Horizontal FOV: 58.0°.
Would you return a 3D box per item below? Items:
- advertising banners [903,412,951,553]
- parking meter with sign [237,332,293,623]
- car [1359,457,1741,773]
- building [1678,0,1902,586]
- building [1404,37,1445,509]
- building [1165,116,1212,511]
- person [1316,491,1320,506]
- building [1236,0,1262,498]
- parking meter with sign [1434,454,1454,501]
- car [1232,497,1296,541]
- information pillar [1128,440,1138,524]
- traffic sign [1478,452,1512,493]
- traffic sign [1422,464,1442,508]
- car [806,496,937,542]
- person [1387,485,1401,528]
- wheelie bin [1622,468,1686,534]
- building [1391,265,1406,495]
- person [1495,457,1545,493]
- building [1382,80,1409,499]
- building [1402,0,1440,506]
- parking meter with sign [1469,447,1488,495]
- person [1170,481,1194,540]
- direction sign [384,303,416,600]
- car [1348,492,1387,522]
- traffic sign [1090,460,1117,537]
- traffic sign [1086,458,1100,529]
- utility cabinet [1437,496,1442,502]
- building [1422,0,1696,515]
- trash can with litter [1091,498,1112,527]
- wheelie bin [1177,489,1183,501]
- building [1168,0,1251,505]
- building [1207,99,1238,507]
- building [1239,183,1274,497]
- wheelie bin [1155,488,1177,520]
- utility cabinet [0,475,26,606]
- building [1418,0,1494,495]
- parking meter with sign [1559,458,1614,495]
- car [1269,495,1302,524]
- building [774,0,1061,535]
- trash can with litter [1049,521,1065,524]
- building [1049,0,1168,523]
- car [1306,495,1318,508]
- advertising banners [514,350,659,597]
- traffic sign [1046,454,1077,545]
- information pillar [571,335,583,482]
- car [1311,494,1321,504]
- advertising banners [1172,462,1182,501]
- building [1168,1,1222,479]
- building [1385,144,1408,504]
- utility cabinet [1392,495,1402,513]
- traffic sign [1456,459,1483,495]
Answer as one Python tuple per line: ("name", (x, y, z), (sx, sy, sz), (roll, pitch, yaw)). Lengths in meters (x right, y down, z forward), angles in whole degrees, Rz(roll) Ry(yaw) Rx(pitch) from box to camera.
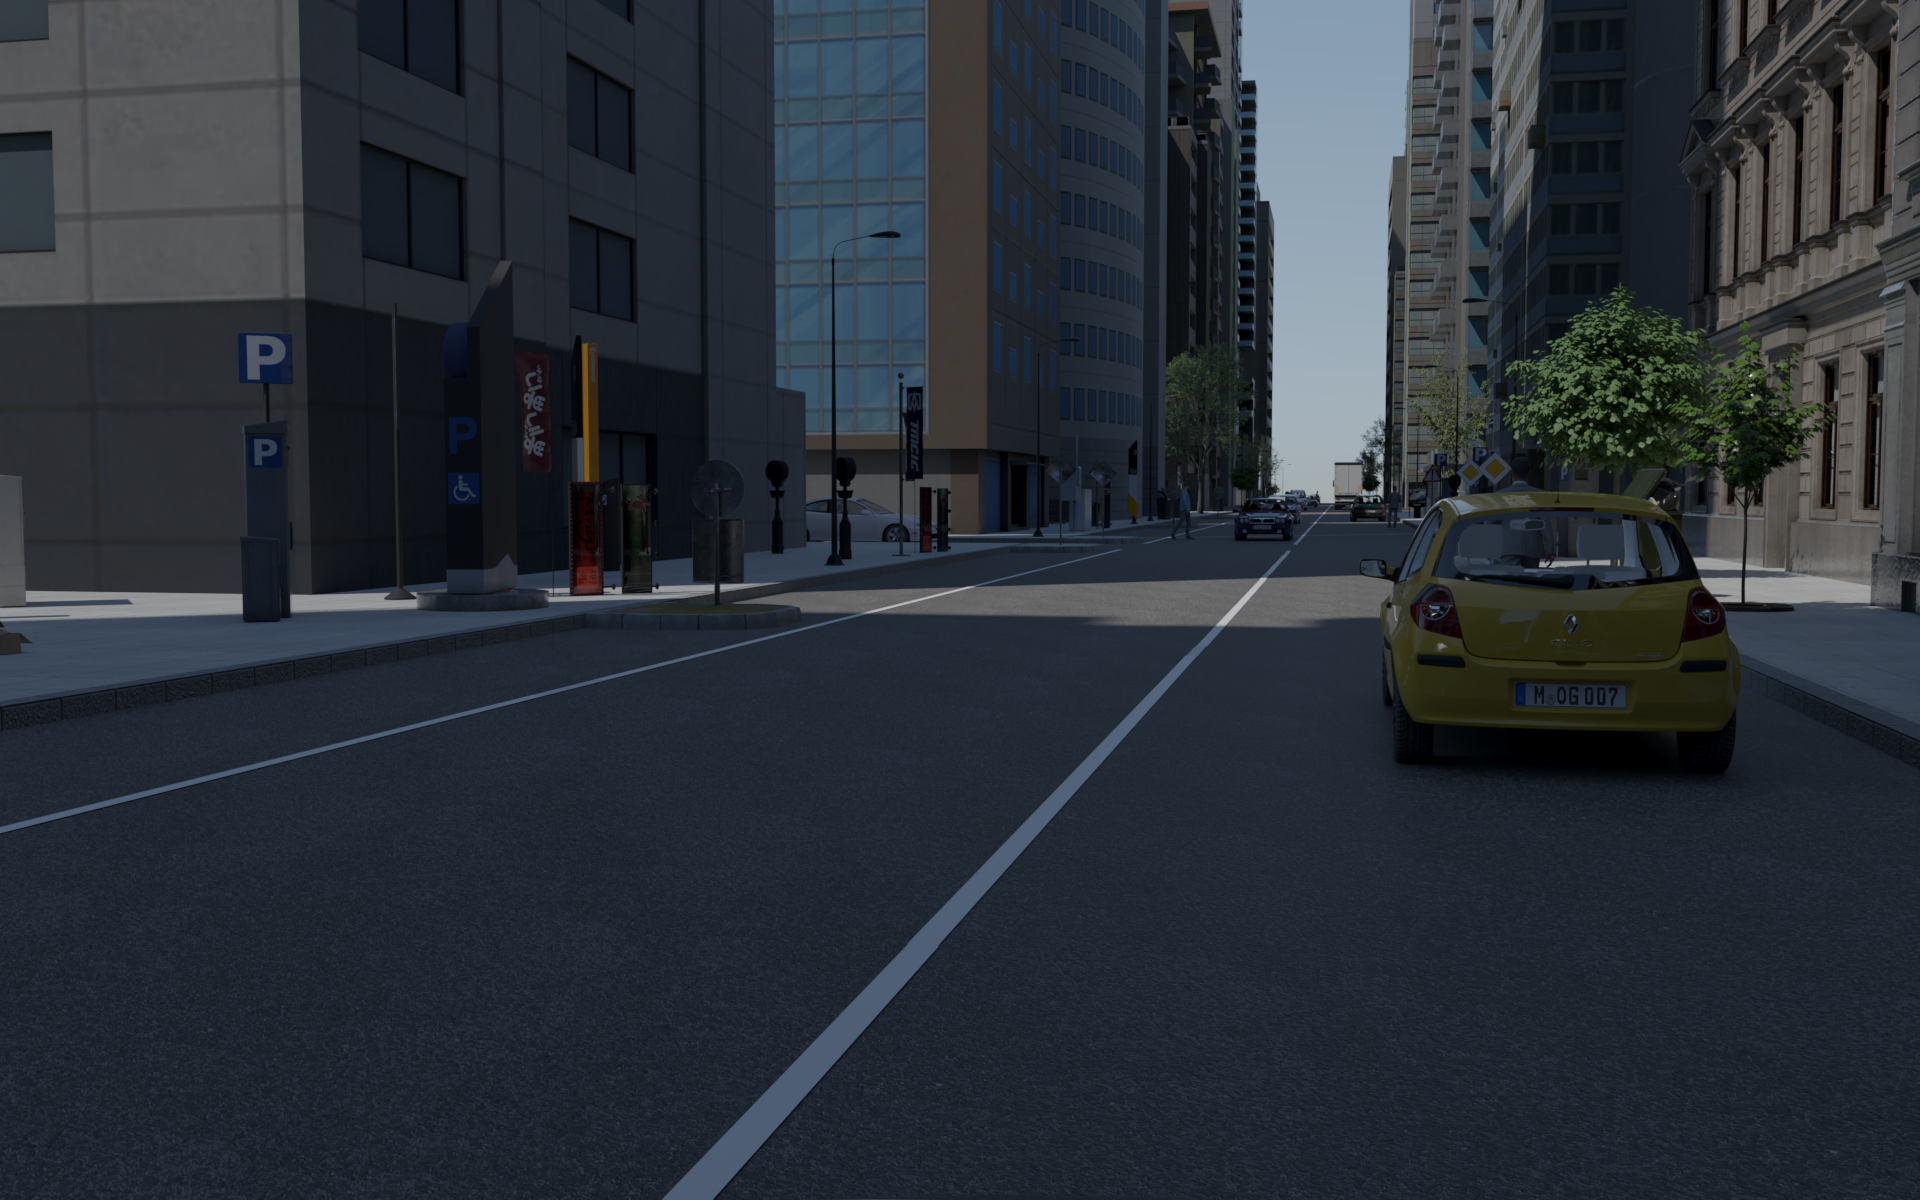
("advertising banners", (-0.732, -2.545, 37.804), (0.090, 3.025, 2.074), (2, 4, 29))
("parking meter with sign", (-7.236, -1.331, 18.021), (0.543, 3.016, 1.738), (-1, 4, -19))
("car", (3.440, -0.013, 10.441), (2.015, 1.641, 3.980), (1, 4, 12))
("building", (18.449, -9.978, 27.770), (10.561, 19.102, 19.286), (1, 4, 12))
("building", (47.924, -28.995, 157.657), (14.154, 41.232, 14.086), (1, 4, 12))
("building", (11.769, -22.139, 133.679), (14.160, 30.474, 14.107), (1, 4, 12))
("person", (43.295, -12.317, 209.867), (0.705, 1.826, 1.348), (0, 4, -5))
("building", (32.144, -57.049, 245.427), (22.319, 86.520, 31.000), (1, 4, 12))
("parking meter with sign", (20.820, -4.738, 73.732), (0.543, 3.016, 1.738), (-1, 4, -10))
("car", (9.551, -2.552, 54.311), (1.945, 1.354, 3.894), (1, 4, 12))
("information pillar", (7.420, -5.072, 74.280), (0.504, 3.616, 0.183), (-3, 4, -39))
("traffic sign", (12.730, -2.301, 41.265), (0.795, 2.450, 0.064), (1, 4, 12))
("traffic sign", (20.645, -4.631, 75.724), (0.884, 2.594, 0.081), (1, 4, 18))
("car", (-2.950, -2.155, 47.600), (4.827, 1.381, 2.083), (1, 4, 12))
("person", (18.495, -3.990, 73.937), (0.606, 1.804, 0.583), (0, 4, -8))
("wheelie bin", (8.538, -0.828, 21.451), (0.693, 1.594, 0.980), (0, 4, -4))
("building", (61.603, -27.277, 217.676), (14.160, 30.474, 14.107), (1, 4, 12))
("person", (5.401, -0.488, 16.753), (0.678, 1.792, 0.850), (1, 4, 16))
("building", (75.454, -57.846, 258.454), (22.319, 86.520, 31.000), (1, 4, 12))
("building", (56.477, -38.846, 177.135), (21.231, 58.520, 28.212), (1, 4, 12))
("parking meter with sign", (19.379, -4.203, 64.986), (0.543, 3.016, 1.738), (1, 4, 8))
("person", (7.028, -2.826, 54.561), (0.748, 1.841, 0.638), (1, 4, 21))
("direction sign", (-6.820, -1.774, 21.001), (0.379, 3.537, 0.876), (-1, 4, -20))
("car", (21.244, -4.919, 90.207), (2.009, 1.686, 4.222), (1, 4, 10))
("traffic sign", (4.254, -2.916, 51.323), (0.795, 2.450, 0.064), (1, 4, 12))
("traffic sign", (5.011, -3.867, 63.233), (0.884, 2.594, 0.081), (1, 4, 13))
("utility cabinet", (22.179, -4.200, 79.833), (0.306, 1.237, 1.020), (0, 4, 7))
("building", (43.997, -24.974, 100.199), (32.217, 40.220, 23.993), (1, 4, 12))
("trash can with litter", (5.424, -3.468, 68.086), (1.055, 1.170, 0.624), (-1, 4, -19))
("wheelie bin", (12.729, -5.616, 99.725), (0.693, 1.594, 0.980), (2, 4, 31))
("building", (26.928, -47.854, 220.667), (20.563, 71.187, 20.611), (1, 4, 12))
("building", (20.189, -30.092, 175.605), (14.154, 41.232, 14.086), (1, 4, 12))
("building", (37.989, -39.668, 272.278), (21.300, 48.544, 21.600), (1, 4, 12))
("wheelie bin", (10.195, -4.822, 86.744), (0.693, 1.594, 0.980), (2, 4, 32))
("utility cabinet", (-10.959, -0.692, 19.985), (0.318, 1.500, 1.173), (-2, 4, -29))
("building", (48.495, -31.494, 134.533), (23.786, 49.044, 30.456), (1, 4, 12))
("parking meter with sign", (12.551, -2.381, 35.186), (1.738, 3.016, 0.543), (-1, 4, -12))
("car", (15.663, -4.427, 84.388), (2.014, 1.417, 4.499), (1, 4, 14))
("building", (-4.381, -25.124, 60.885), (14.600, 45.320, 14.200), (1, 4, 12))
("trash can with litter", (3.853, -3.884, 74.556), (2.233, 1.210, 1.678), (2, 4, 31))
("building", (-1.101, -33.493, 89.611), (21.231, 58.520, 28.212), (1, 4, 12))
("car", (36.770, -10.400, 182.612), (1.945, 1.354, 3.894), (1, 4, 12))
("advertising banners", (-4.682, -1.564, 21.765), (2.074, 3.025, 0.090), (-3, 5, -45))
("traffic sign", (2.535, -2.439, 43.525), (0.795, 2.450, 0.064), (1, 4, 12))
("information pillar", (-5.683, -2.104, 25.748), (0.183, 3.616, 0.504), (-1, 4, -22))
("car", (53.967, -15.383, 263.506), (2.014, 1.417, 4.499), (1, 4, 12))
("advertising banners", (11.288, -5.904, 92.725), (0.090, 3.025, 2.074), (3, 5, 42))
("building", (11.672, -30.618, 155.225), (22.147, 44.769, 28.867), (1, 4, 12))
("building", (68.792, -37.314, 233.792), (21.300, 48.544, 21.600), (1, 4, 12))
("utility cabinet", (30.320, -6.664, 120.124), (0.306, 1.237, 1.020), (3, 4, 38))
("traffic sign", (14.449, -2.778, 49.063), (0.795, 2.450, 0.064), (1, 4, 12))
